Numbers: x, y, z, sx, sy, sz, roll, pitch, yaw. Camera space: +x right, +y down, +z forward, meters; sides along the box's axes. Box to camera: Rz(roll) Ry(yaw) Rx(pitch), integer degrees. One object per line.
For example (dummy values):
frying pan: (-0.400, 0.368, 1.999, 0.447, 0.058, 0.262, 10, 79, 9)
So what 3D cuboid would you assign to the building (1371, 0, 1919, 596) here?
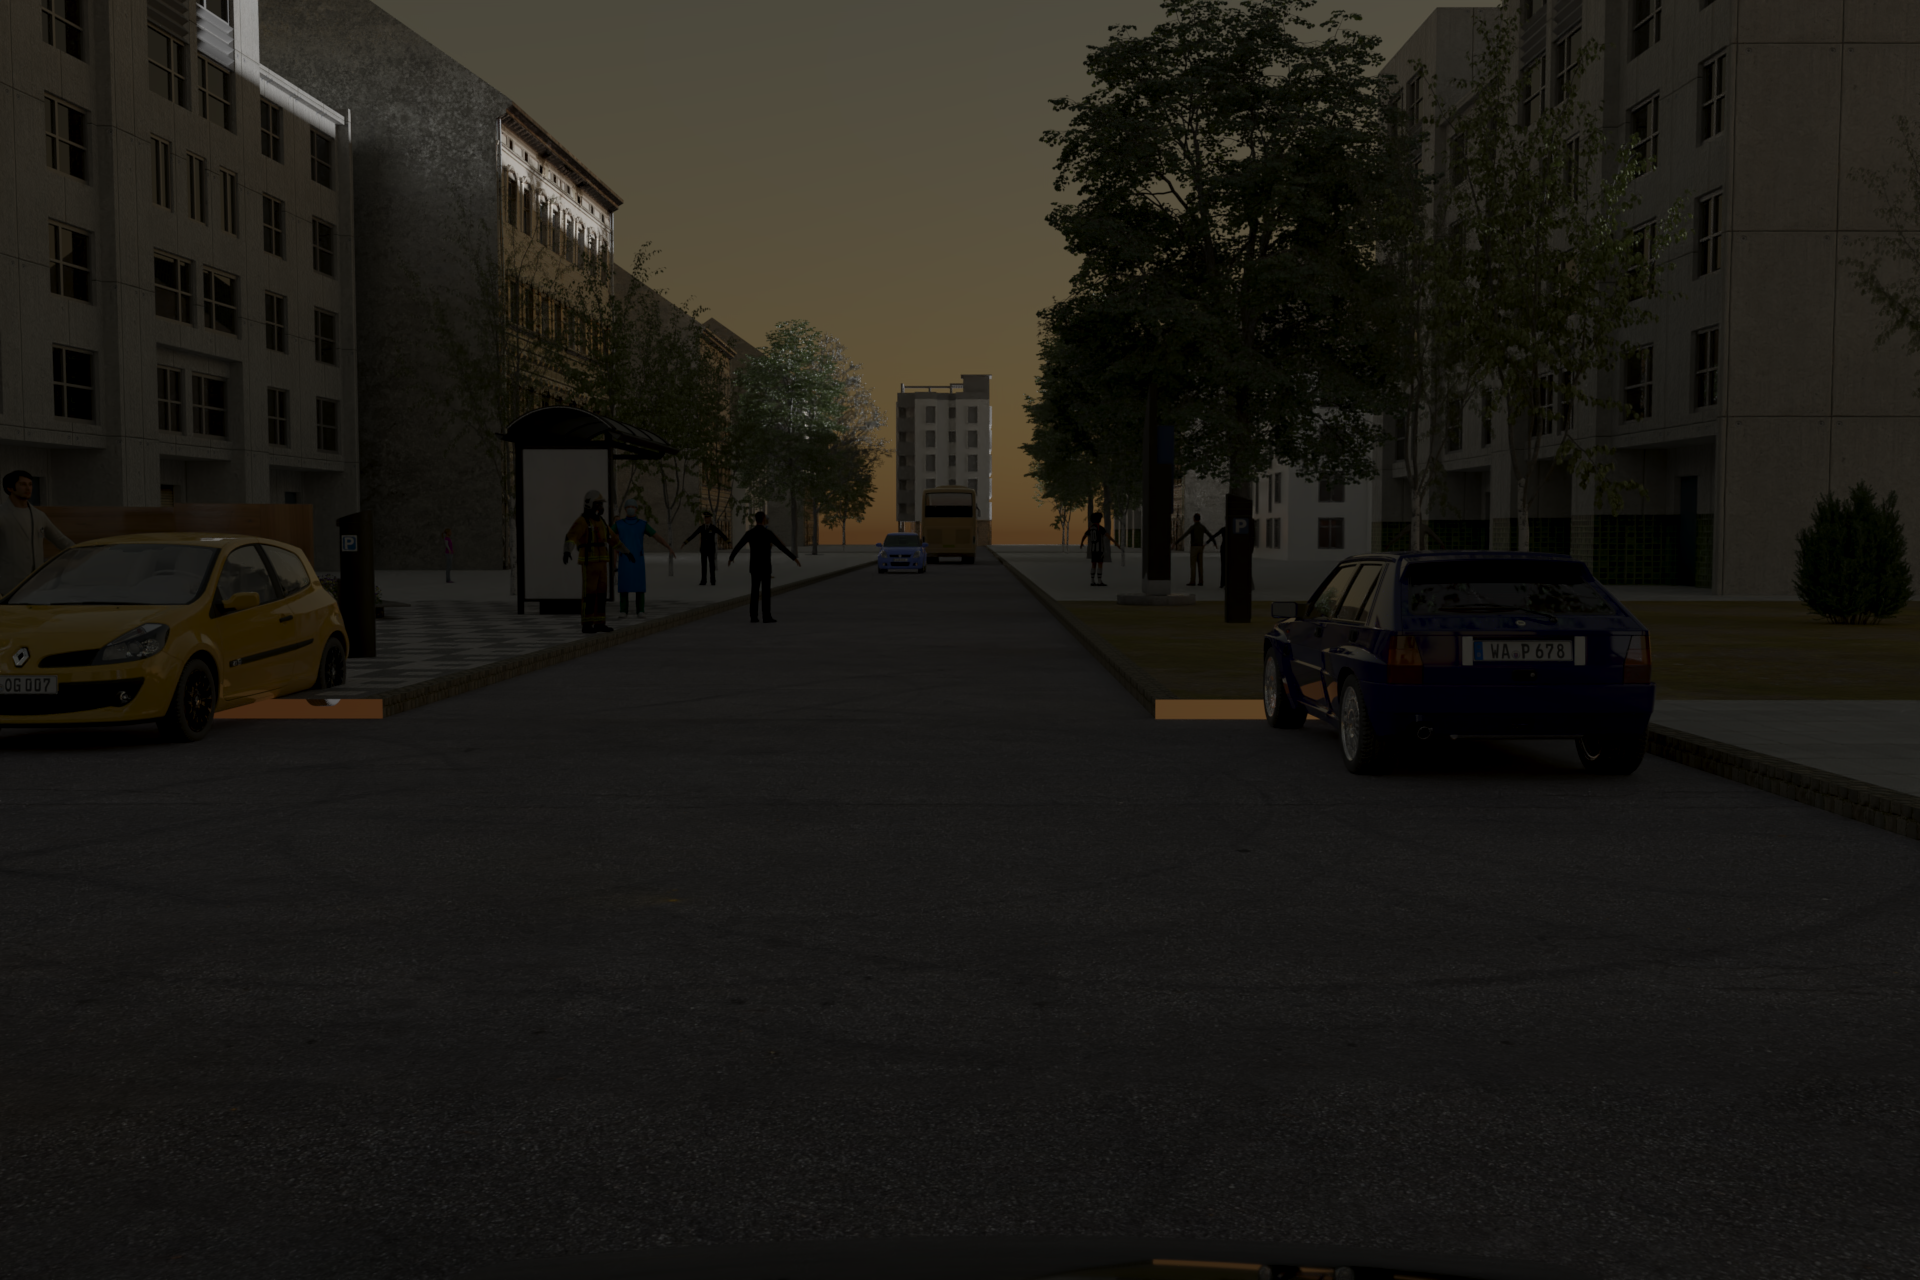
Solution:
building: (24.288, -11.299, 51.201, 16.747, 18.905, 31.486, 0, 4, 0)

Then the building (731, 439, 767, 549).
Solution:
building: (-22.361, -13.410, 161.399, 9.099, 9.664, 28.070, 0, 4, 1)

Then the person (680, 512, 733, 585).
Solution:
person: (-6.313, -2.286, 43.312, 1.347, 1.837, 0.705, 0, 4, 7)

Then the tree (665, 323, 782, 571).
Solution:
tree: (-8.487, -6.729, 60.374, 4.737, 8.622, 4.395, 0, 3, 0)

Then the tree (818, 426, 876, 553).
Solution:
tree: (-7.883, -10.268, 118.240, 4.737, 8.622, 4.395, 0, 3, 0)

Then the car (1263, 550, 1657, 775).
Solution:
car: (3.160, 0.056, 11.660, 1.945, 1.354, 3.894, 0, 4, -1)

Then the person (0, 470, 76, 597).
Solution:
person: (-7.725, -0.496, 14.297, 0.705, 1.806, 1.347, 2, 4, 25)

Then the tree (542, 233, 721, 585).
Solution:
tree: (-8.367, -5.682, 43.261, 4.737, 8.622, 4.395, 0, 3, 0)

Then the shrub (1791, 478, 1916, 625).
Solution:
shrub: (12.719, -1.259, 24.620, 1.661, 2.075, 1.752, 0, 3, 0)

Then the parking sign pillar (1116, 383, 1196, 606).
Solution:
parking sign pillar: (3.583, -2.633, 31.529, 1.447, 3.967, 1.447, 0, 4, 1)

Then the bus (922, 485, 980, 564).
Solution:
bus: (-0.436, -5.809, 86.529, 2.896, 3.916, 12.252, 0, 4, 1)

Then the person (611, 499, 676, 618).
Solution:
person: (-5.026, -1.246, 26.504, 1.347, 1.817, 0.704, -1, 4, -9)

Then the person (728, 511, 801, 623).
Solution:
person: (-3.208, -1.183, 28.022, 1.346, 1.802, 0.704, 2, 4, 23)

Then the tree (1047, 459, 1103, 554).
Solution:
tree: (7.189, -9.994, 113.767, 4.737, 8.622, 4.395, 0, 3, 0)

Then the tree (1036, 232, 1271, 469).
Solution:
tree: (5.739, -7.140, 51.145, 7.601, 10.594, 8.767, 1, 4, 14)

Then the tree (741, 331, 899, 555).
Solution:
tree: (-8.643, -11.863, 104.330, 12.009, 13.543, 11.850, 0, 3, 0)

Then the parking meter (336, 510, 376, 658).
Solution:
parking meter: (-6.284, -0.588, 18.017, 0.372, 1.533, 0.369, 0, 3, 0)

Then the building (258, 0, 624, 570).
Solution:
building: (-25.166, -14.617, 69.910, 19.493, 23.208, 18.063, 0, 4, 1)

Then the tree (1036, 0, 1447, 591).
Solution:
tree: (6.287, -8.099, 39.077, 9.857, 13.997, 8.962, 0, 3, 0)

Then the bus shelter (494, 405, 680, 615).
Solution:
bus shelter: (-6.285, -2.204, 29.967, 2.014, 3.302, 5.546, 0, 3, 0)

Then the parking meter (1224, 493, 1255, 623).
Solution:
parking meter: (4.041, -1.181, 25.021, 0.399, 1.863, 0.255, 0, 4, -1)

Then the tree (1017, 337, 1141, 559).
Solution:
tree: (6.455, -10.506, 89.902, 7.486, 12.596, 7.792, 0, 3, 0)

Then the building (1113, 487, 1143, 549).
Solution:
building: (24.471, -18.392, 167.160, 16.747, 18.905, 31.486, 0, 4, 1)

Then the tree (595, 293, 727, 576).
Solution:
tree: (-8.890, -6.246, 52.479, 4.737, 8.622, 4.395, 0, 3, 0)

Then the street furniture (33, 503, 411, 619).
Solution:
street furniture: (-12.215, -1.298, 28.072, 9.812, 1.723, 11.010, -2, 4, -31)

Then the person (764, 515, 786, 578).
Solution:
person: (-5.611, -2.709, 50.155, 1.347, 1.847, 0.705, 3, 4, 38)

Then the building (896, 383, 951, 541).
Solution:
building: (-7.318, -21.426, 209.197, 11.380, 20.090, 16.016, 0, 4, -2)

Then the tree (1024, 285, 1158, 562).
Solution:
tree: (6.349, -9.769, 77.851, 7.486, 12.596, 7.792, 0, 3, 0)

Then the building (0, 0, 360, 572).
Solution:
building: (-29.214, -10.809, 43.182, 16.747, 18.905, 31.486, 0, 4, 1)

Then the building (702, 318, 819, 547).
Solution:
building: (-25.173, -21.669, 185.210, 19.493, 23.208, 18.063, 0, 4, 0)

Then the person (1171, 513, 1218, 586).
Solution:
person: (5.849, -2.240, 42.900, 1.348, 1.796, 0.705, -2, 4, -25)

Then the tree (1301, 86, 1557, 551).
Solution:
tree: (7.536, -4.835, 29.414, 4.360, 8.622, 3.978, 0, 3, 0)

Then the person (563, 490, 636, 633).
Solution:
person: (-4.735, -1.024, 22.509, 0.705, 1.858, 1.354, 2, 4, 29)

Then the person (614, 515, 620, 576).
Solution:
person: (-8.224, -2.132, 41.659, 1.217, 1.733, 0.721, -1, 4, -22)

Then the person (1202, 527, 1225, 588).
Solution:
person: (6.355, -2.110, 41.220, 1.216, 1.740, 0.721, -1, 4, -10)

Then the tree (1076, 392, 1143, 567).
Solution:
tree: (6.396, -7.195, 67.996, 4.360, 8.622, 3.978, 0, 3, 0)

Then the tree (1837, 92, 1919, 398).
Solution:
tree: (16.572, -4.820, 29.171, 4.360, 8.622, 3.978, 0, 3, 0)

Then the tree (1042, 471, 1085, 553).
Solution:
tree: (7.350, -10.385, 120.152, 4.737, 8.622, 4.395, 0, 3, 0)

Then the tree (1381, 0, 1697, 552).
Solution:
tree: (7.913, -4.507, 24.045, 4.737, 8.622, 4.395, 0, 3, 0)

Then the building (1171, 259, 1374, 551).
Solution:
building: (25.756, -18.691, 136.522, 19.493, 23.208, 18.063, 0, 3, 0)

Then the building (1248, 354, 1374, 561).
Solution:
building: (20.076, -8.584, 82.493, 9.099, 9.664, 28.070, 0, 4, 0)

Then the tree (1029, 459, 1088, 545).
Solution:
tree: (12.389, -17.350, 209.420, 9.928, 11.665, 9.643, 0, 3, 0)

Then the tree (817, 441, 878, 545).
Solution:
tree: (-13.429, -17.627, 206.323, 7.486, 12.596, 7.792, 0, 3, 0)

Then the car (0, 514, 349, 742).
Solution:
car: (-6.086, -0.178, 13.136, 2.015, 1.641, 3.980, 0, 4, 0)

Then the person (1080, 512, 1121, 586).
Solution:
person: (3.397, -2.230, 42.607, 0.704, 1.843, 1.345, -3, 5, -41)

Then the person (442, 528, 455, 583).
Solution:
person: (-13.361, -2.215, 45.477, 0.599, 1.433, 0.991, -1, 4, -12)

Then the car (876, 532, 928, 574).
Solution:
car: (-2.121, -3.327, 63.986, 1.945, 1.707, 3.694, 0, 4, 1)

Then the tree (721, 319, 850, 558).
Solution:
tree: (-9.130, -10.625, 91.852, 7.486, 12.596, 7.792, 0, 3, 0)

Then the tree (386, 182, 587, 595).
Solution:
tree: (-9.152, -5.247, 36.151, 4.360, 8.622, 3.978, 0, 3, 0)

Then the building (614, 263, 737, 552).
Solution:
building: (-28.336, -18.641, 135.711, 19.493, 23.208, 18.063, 0, 4, 0)

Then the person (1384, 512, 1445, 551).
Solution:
person: (10.083, -1.968, 38.301, 1.348, 1.813, 0.705, 0, 4, 0)
